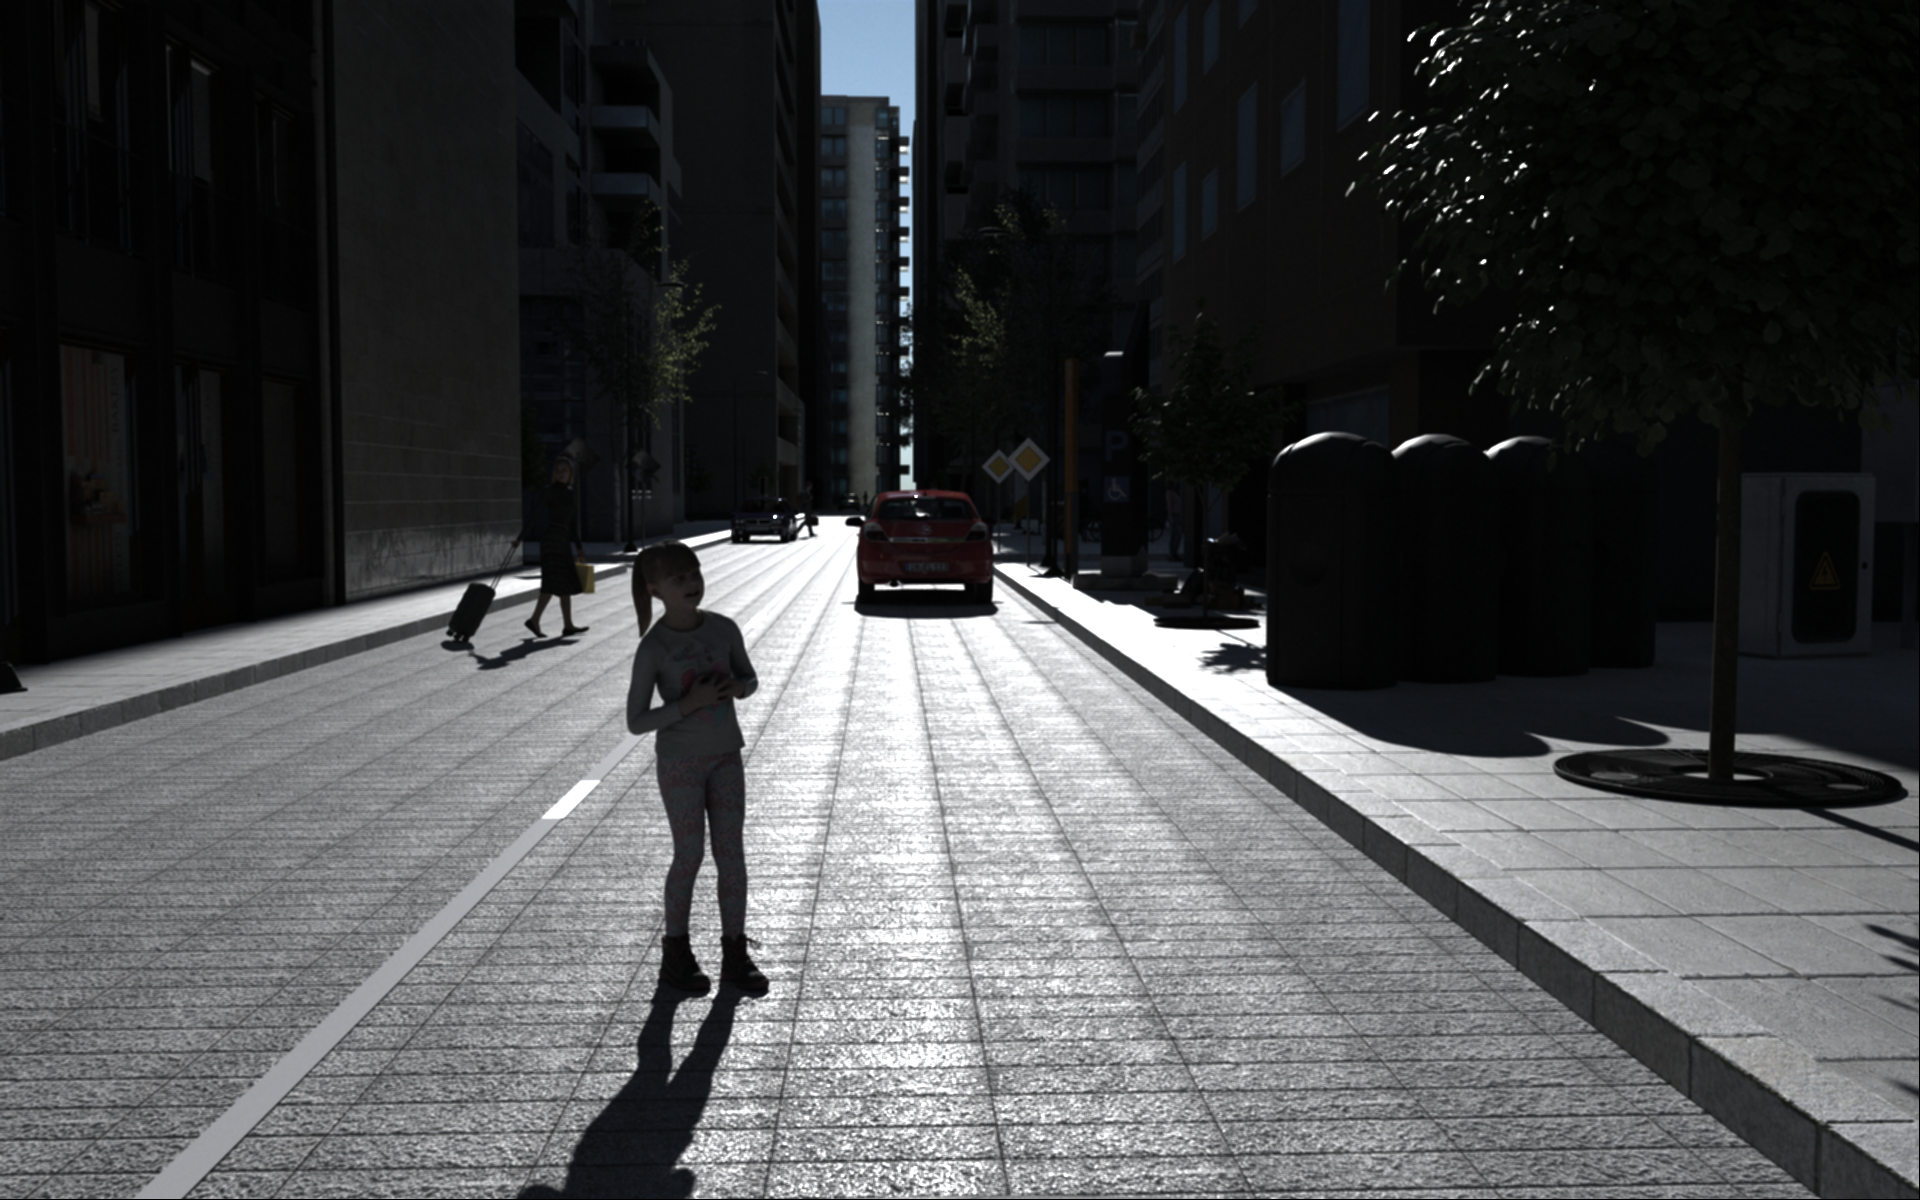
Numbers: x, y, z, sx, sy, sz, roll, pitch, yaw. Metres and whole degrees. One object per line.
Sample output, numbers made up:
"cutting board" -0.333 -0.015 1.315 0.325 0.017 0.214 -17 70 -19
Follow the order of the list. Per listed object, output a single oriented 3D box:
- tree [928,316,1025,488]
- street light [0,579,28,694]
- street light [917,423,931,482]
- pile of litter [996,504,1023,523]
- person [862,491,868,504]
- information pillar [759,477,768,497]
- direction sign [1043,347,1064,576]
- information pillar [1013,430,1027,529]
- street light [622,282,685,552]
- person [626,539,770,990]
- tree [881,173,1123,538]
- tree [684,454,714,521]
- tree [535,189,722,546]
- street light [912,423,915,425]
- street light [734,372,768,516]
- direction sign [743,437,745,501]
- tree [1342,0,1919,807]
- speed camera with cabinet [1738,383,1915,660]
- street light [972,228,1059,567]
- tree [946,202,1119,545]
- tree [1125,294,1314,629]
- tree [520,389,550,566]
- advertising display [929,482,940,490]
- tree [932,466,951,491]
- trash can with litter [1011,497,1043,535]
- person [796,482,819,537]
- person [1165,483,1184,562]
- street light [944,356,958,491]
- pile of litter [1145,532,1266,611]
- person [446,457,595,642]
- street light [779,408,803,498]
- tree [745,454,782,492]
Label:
"tree" 0.900 -7.239 68.715 4.737 8.622 4.395 0 3 0
"street light" -5.712 -2.356 11.067 1.470 5.913 1.316 0 4 -2
"street light" -1.263 -6.906 85.459 1.470 5.913 1.316 0 4 -2
"pile of litter" 2.105 -3.795 76.011 1.719 0.858 1.176 2 4 28
"person" -9.764 -10.297 177.681 0.721 1.723 1.217 2 4 25
"information pillar" -8.415 -4.268 74.279 0.304 2.012 0.304 1 4 13
"direction sign" 1.501 -2.155 27.225 0.379 3.537 0.876 0 4 7
"information pillar" 2.213 -4.390 63.127 0.504 3.616 0.183 -1 4 -11
"street light" -6.724 -4.007 38.048 1.470 5.913 1.316 0 4 -2
"person" -0.739 0.473 5.040 0.394 1.301 0.425 3 4 37
"tree" 1.134 -7.086 50.271 7.601 10.594 8.767 1 4 18
"tree" -12.653 -5.420 83.213 1.663 3.219 1.824 0 3 0
"tree" -8.267 -5.651 42.756 4.360 8.622 3.978 0 3 0
"street light" -2.460 -8.620 113.483 1.470 5.913 1.316 0 4 -2
"street light" -8.045 -5.730 66.229 1.470 5.913 1.316 0 4 -2
"direction sign" -8.652 -4.737 69.452 0.379 3.537 0.876 0 4 -4
"tree" 3.366 -1.469 7.726 4.285 4.588 4.351 0 3 0
"speed camera with cabinet" 7.158 -1.193 13.847 2.038 3.252 0.660 -1 4 -20
"street light" 1.029 -3.539 30.412 1.470 5.913 1.316 0 4 -2
"tree" 1.887 -5.664 42.969 4.360 8.622 3.978 0 3 0
"tree" 2.352 -1.368 16.968 1.663 3.219 1.824 0 3 0
"tree" -7.907 -2.253 31.434 1.663 3.219 1.824 0 3 0
"advertising display" -1.338 -5.227 90.673 0.123 1.923 0.974 -2 4 -29
"tree" -1.034 -7.501 117.238 1.663 3.219 1.824 0 3 0
"trash can with litter" 2.490 -2.650 54.390 1.678 1.210 2.233 -2 4 -35
"person" -5.128 -3.014 57.743 0.822 1.834 0.622 0 4 -5
"person" 4.508 -1.711 36.482 0.388 1.821 0.555 1 4 14
"street light" -0.104 -5.181 57.248 1.470 5.913 1.316 0 4 -2
"pile of litter" 2.804 -0.345 19.612 1.176 0.858 1.719 -1 4 -23
"person" -4.362 -0.524 17.278 1.509 1.804 0.699 -2 4 -30
"street light" -9.216 -7.425 93.939 1.470 5.913 1.316 0 4 -2
"tree" -9.508 -5.398 82.856 1.663 3.219 1.824 0 3 0
